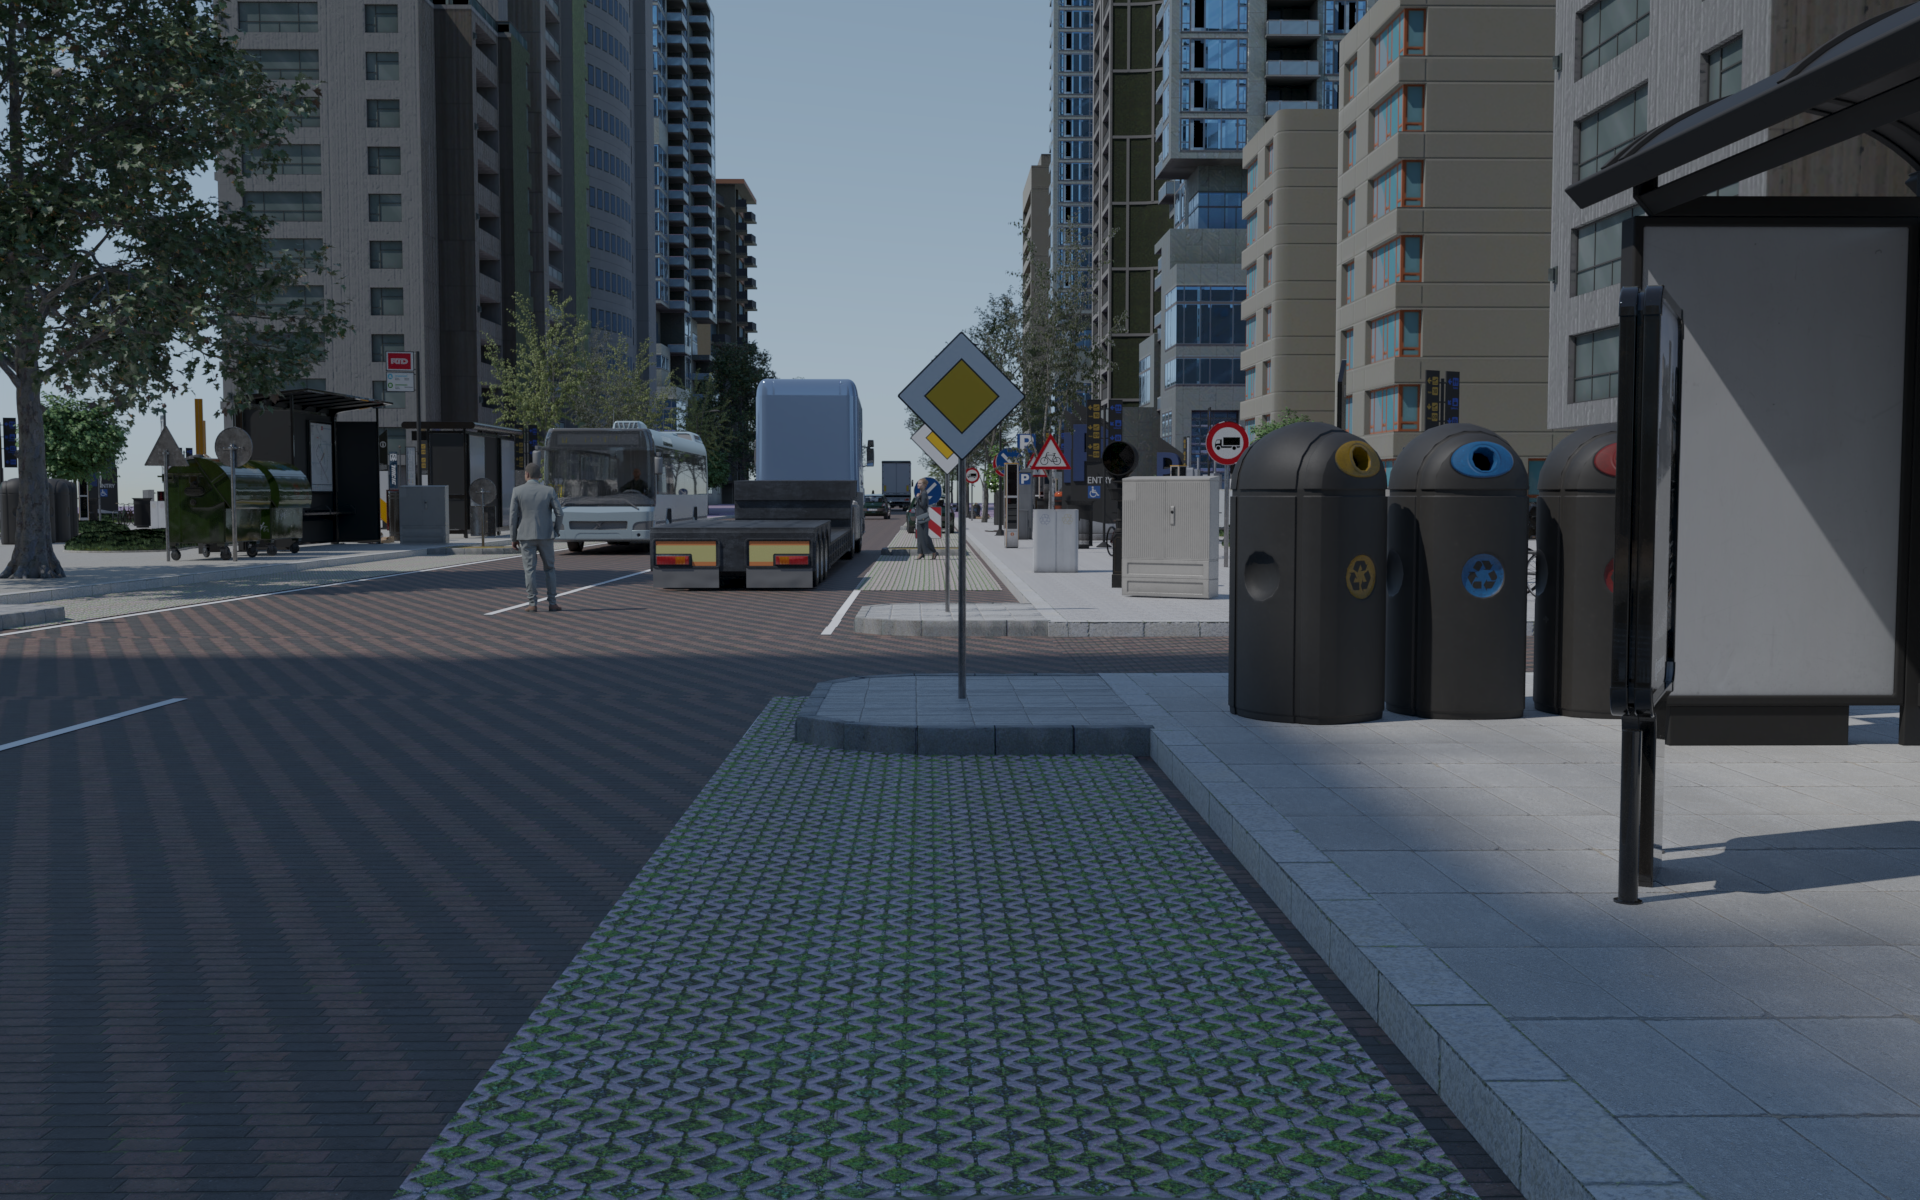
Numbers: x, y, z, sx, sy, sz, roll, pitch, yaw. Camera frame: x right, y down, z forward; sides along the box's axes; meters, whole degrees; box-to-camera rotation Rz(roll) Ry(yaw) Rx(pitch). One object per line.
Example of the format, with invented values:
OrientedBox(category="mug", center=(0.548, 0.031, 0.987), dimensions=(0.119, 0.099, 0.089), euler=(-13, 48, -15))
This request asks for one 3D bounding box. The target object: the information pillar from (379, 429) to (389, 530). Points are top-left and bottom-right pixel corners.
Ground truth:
OrientedBox(category="information pillar", center=(-20.842, -4.348, 62.445), dimensions=(0.504, 3.616, 0.183), euler=(0, 4, -4))

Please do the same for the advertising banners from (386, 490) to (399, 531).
OrientedBox(category="advertising banners", center=(-19.842, -3.945, 60.695), dimensions=(2.074, 3.025, 0.090), euler=(0, 4, 1))

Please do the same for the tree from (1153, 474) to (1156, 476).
OrientedBox(category="tree", center=(10.883, -5.903, 91.118), dimensions=(1.663, 3.219, 1.824), euler=(0, 3, 0))

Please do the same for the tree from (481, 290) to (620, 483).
OrientedBox(category="tree", center=(-14.852, -6.813, 61.752), dimensions=(4.737, 8.622, 4.395), euler=(0, 3, 0))

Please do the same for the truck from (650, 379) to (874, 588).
OrientedBox(category="truck", center=(-3.484, -2.749, 34.700), dimensions=(2.967, 4.110, 18.799), euler=(0, 4, -1))

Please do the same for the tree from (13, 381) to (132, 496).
OrientedBox(category="tree", center=(-25.393, -4.027, 49.549), dimensions=(4.285, 4.588, 4.351), euler=(0, 3, 0))

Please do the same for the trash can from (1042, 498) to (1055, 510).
OrientedBox(category="trash can", center=(3.319, -2.896, 58.997), dimensions=(0.748, 1.137, 0.748), euler=(0, 3, 0))

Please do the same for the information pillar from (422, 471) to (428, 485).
OrientedBox(category="information pillar", center=(-23.128, -5.102, 74.766), dimensions=(0.504, 3.616, 0.183), euler=(0, 4, -3))

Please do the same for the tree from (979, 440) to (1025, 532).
OrientedBox(category="tree", center=(1.342, -3.918, 58.667), dimensions=(1.663, 3.219, 1.824), euler=(0, 3, 0))

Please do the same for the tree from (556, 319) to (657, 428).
OrientedBox(category="tree", center=(-15.134, -7.498, 72.951), dimensions=(4.360, 8.622, 3.978), euler=(0, 3, 0))

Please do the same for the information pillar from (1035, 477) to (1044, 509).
OrientedBox(category="information pillar", center=(3.061, -3.840, 67.270), dimensions=(0.304, 2.012, 0.304), euler=(3, 5, 40))

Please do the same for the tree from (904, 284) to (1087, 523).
OrientedBox(category="tree", center=(1.355, -8.740, 77.318), dimensions=(7.601, 10.594, 8.767), euler=(3, 4, 38))

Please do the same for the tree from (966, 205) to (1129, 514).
OrientedBox(category="tree", center=(2.373, -5.780, 44.873), dimensions=(4.360, 8.622, 3.978), euler=(0, 3, 0))

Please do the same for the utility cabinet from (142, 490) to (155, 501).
OrientedBox(category="utility cabinet", center=(-39.605, -4.639, 84.524), dimensions=(0.318, 1.500, 1.173), euler=(-1, 4, -13))

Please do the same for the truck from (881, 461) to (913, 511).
OrientedBox(category="truck", center=(-5.481, -9.902, 150.814), dimensions=(2.839, 4.237, 11.283), euler=(0, 4, -1))

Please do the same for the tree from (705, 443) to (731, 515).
OrientedBox(category="tree", center=(-15.898, -7.680, 109.289), dimensions=(4.285, 4.588, 4.351), euler=(0, 3, 0))

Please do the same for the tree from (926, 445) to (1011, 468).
OrientedBox(category="tree", center=(0.185, -16.649, 182.573), dimensions=(12.009, 13.543, 11.850), euler=(0, 3, 0))

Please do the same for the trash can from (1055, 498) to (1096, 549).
OrientedBox(category="trash can", center=(2.812, -1.771, 40.610), dimensions=(0.748, 1.137, 0.748), euler=(0, 3, 0))

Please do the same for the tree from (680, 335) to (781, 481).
OrientedBox(category="tree", center=(-15.802, -12.738, 125.267), dimensions=(9.611, 12.733, 9.660), euler=(0, 3, 0))

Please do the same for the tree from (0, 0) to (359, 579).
OrientedBox(category="tree", center=(-14.275, -6.689, 26.368), dimensions=(9.611, 12.733, 9.660), euler=(0, 3, 0))

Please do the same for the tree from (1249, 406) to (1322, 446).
OrientedBox(category="tree", center=(12.286, -4.954, 64.715), dimensions=(4.285, 4.588, 4.351), euler=(0, 3, 0))

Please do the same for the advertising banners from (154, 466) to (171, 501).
OrientedBox(category="advertising banners", center=(-41.999, -5.795, 90.934), dimensions=(0.090, 3.025, 2.074), euler=(1, 4, 18))

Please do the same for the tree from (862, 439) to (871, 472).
OrientedBox(category="tree", center=(-17.717, -20.911, 252.257), dimensions=(12.009, 13.543, 11.850), euler=(0, 3, 0))

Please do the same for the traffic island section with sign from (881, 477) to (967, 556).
OrientedBox(category="traffic island section with sign", center=(-0.859, -1.969, 40.825), dimensions=(1.989, 1.847, 2.006), euler=(0, 4, -1))

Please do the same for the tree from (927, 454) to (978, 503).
OrientedBox(category="tree", center=(-0.705, -19.518, 237.239), dimensions=(7.486, 12.596, 7.792), euler=(0, 3, 0))

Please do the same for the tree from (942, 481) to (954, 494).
OrientedBox(category="tree", center=(-1.885, -14.127, 225.574), dimensions=(1.663, 3.219, 1.824), euler=(0, 3, 0))

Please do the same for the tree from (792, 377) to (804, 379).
OrientedBox(category="tree", center=(-16.406, -17.123, 186.609), dimensions=(9.857, 13.997, 8.962), euler=(0, 3, 0))

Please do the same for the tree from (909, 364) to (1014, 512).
OrientedBox(category="tree", center=(0.227, -12.134, 124.146), dimensions=(9.928, 11.665, 9.643), euler=(0, 3, 0))

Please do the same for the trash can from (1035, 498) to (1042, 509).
OrientedBox(category="trash can", center=(3.092, -3.124, 62.727), dimensions=(0.748, 1.137, 0.748), euler=(0, 3, 0))

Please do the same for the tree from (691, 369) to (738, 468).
OrientedBox(category="tree", center=(-15.519, -9.292, 102.287), dimensions=(4.737, 8.622, 4.395), euler=(0, 3, 0))

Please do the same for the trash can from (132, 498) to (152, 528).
OrientedBox(category="trash can", center=(-31.093, -3.316, 65.866), dimensions=(0.748, 1.137, 0.748), euler=(0, 3, 0))

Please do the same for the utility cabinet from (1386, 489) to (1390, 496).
OrientedBox(category="utility cabinet", center=(12.706, -2.617, 51.473), dimensions=(0.318, 1.500, 1.173), euler=(0, 4, -3))

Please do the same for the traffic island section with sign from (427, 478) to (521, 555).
OrientedBox(category="traffic island section with sign", center=(-11.539, -2.015, 41.574), dimensions=(1.989, 1.847, 2.006), euler=(0, 4, -1))

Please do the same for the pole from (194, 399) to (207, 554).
OrientedBox(category="pole", center=(-16.261, -2.645, 37.086), dimensions=(0.158, 3.312, 0.155), euler=(0, 3, 0))

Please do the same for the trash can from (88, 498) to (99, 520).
OrientedBox(category="trash can", center=(-31.883, -3.164, 63.380), dimensions=(0.748, 1.137, 0.748), euler=(0, 3, 0))

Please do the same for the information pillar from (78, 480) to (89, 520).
OrientedBox(category="information pillar", center=(-30.544, -3.417, 60.354), dimensions=(0.304, 2.012, 0.304), euler=(-2, 4, -30))

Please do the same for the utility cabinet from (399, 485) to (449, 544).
OrientedBox(category="utility cabinet", center=(-13.611, -2.160, 43.991), dimensions=(1.173, 1.500, 0.318), euler=(0, 4, 1))

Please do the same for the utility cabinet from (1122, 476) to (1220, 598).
OrientedBox(category="utility cabinet", center=(2.586, -0.775, 21.353), dimensions=(1.173, 1.500, 0.318), euler=(2, 4, 32))

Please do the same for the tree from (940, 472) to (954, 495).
OrientedBox(category="tree", center=(0.950, -8.368, 87.185), dimensions=(4.360, 8.622, 3.978), euler=(0, 3, 0))

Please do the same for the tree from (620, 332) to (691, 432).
OrientedBox(category="tree", center=(-15.130, -7.914, 79.753), dimensions=(4.737, 8.622, 4.395), euler=(0, 3, 0))
